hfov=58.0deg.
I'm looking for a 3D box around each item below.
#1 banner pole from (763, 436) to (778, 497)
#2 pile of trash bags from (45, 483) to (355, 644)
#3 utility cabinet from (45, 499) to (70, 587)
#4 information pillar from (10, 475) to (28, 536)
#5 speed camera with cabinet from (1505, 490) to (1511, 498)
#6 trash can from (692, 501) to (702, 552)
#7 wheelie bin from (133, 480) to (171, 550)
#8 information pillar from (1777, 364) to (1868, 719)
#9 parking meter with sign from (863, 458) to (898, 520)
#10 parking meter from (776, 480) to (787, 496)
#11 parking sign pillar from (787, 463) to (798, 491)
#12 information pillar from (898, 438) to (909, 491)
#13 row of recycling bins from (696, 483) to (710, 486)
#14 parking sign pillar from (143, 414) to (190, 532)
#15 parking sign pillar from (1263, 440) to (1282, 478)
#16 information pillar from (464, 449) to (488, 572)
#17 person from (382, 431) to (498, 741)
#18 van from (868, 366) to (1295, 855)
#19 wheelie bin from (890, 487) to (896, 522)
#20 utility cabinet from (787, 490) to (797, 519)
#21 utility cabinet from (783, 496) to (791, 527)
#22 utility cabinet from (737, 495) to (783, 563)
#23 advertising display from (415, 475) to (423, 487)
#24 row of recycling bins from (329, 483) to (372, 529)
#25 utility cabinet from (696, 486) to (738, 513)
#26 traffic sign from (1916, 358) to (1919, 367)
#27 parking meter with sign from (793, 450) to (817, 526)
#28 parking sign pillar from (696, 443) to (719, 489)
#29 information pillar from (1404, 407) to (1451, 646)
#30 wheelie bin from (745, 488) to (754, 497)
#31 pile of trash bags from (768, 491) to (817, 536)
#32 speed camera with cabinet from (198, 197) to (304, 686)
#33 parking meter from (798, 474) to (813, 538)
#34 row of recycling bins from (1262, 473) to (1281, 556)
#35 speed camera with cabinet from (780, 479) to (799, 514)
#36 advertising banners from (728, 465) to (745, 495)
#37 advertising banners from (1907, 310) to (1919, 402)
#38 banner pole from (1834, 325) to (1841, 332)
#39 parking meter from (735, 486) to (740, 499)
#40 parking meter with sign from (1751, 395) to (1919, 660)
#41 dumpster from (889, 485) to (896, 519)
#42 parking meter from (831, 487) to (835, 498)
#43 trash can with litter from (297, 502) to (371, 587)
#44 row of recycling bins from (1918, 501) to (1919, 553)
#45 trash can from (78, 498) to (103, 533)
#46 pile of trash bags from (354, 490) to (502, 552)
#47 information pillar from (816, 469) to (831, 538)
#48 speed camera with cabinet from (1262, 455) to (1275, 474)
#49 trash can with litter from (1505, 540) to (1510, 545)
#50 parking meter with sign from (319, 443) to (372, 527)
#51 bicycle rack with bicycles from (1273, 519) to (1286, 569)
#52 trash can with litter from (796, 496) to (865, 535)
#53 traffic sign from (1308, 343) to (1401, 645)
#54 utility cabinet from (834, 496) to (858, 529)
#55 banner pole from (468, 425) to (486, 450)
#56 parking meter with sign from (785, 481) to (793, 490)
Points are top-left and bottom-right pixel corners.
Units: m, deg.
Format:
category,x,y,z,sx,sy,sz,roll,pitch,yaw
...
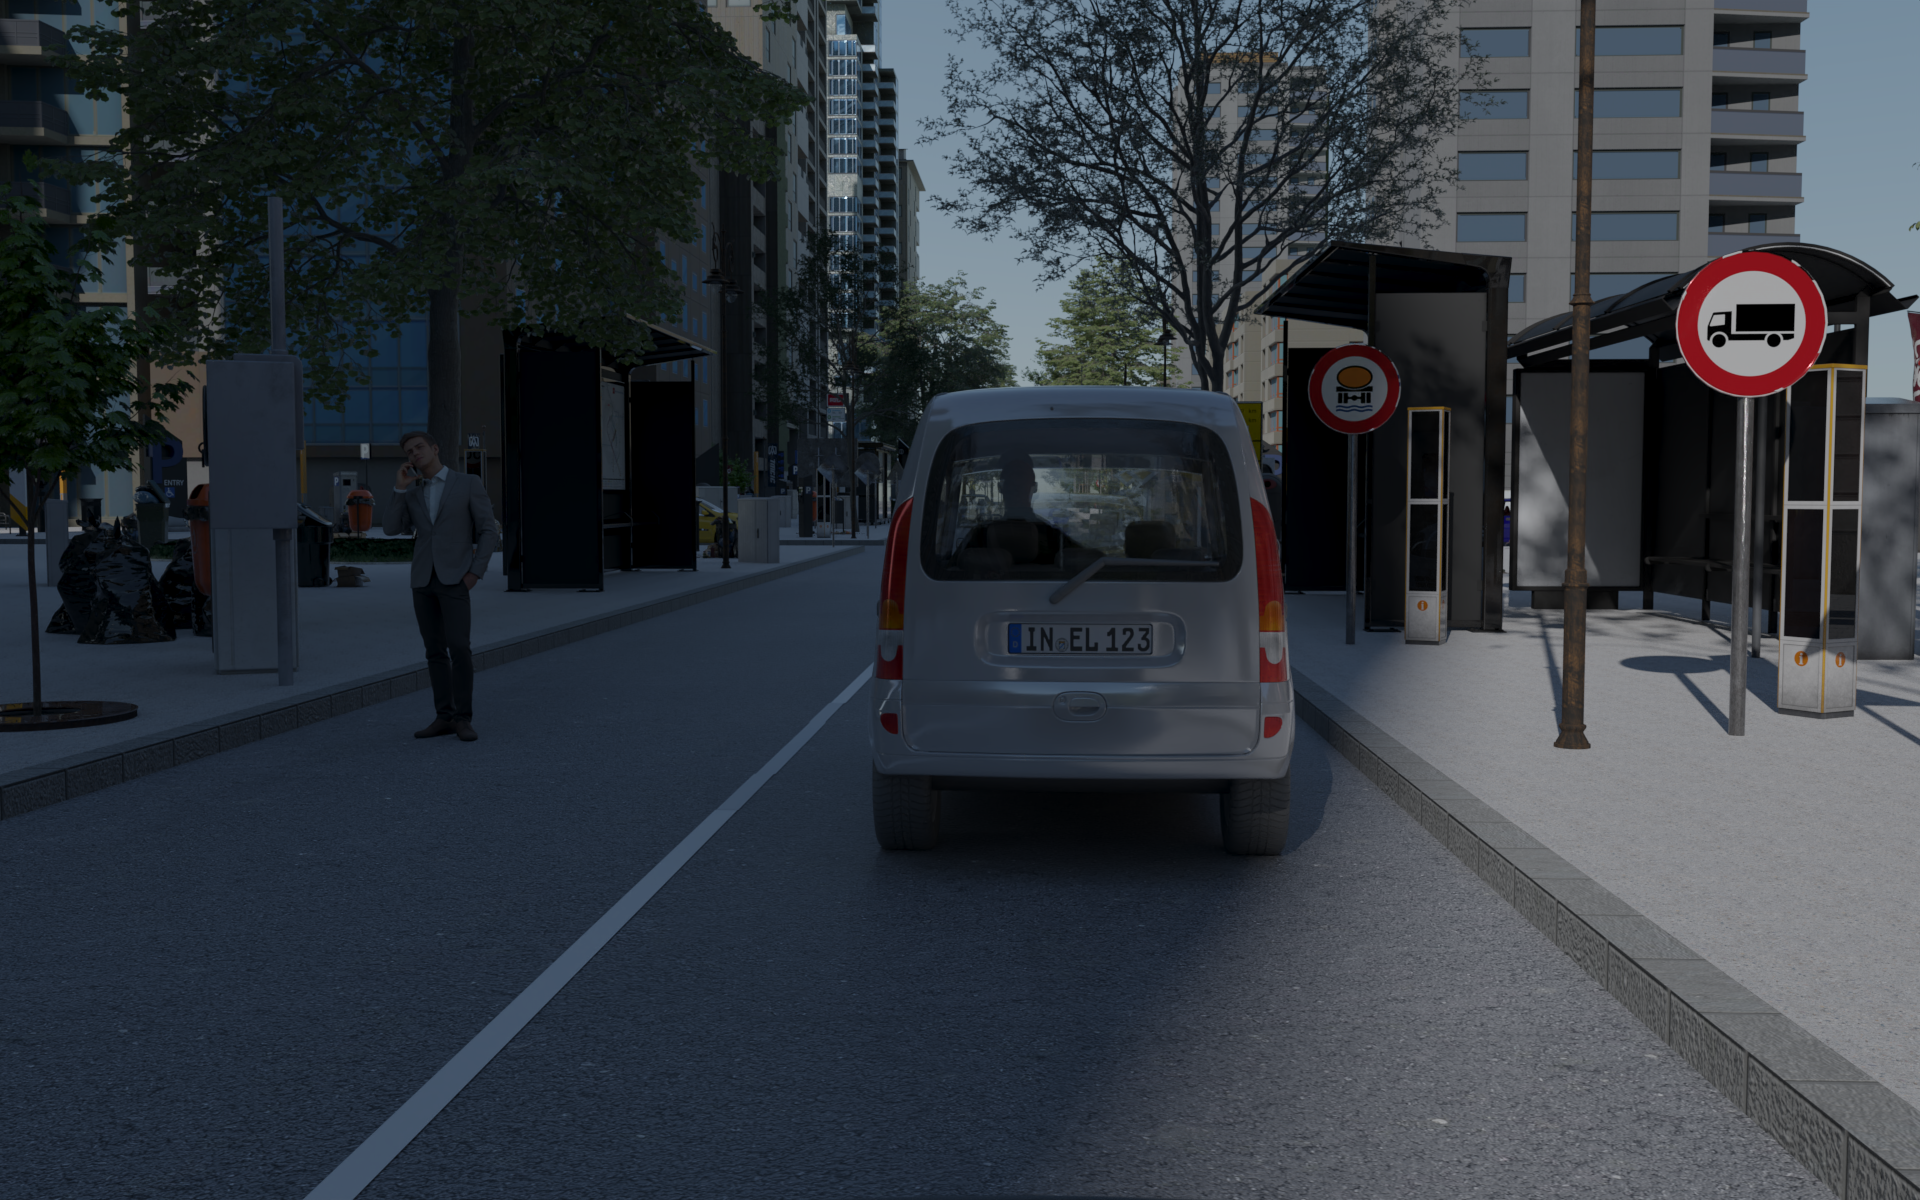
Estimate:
category,x,y,z,sx,sy,sz,roll,pitch,yaw
banner pole,-8.249,-5.194,74.945,0.863,3.779,0.401,1,4,17
pile of trash bags,-6.892,-0.346,15.403,1.912,1.369,3.447,-2,4,-35
utility cabinet,-12.743,-0.814,24.464,0.306,1.237,1.020,-2,4,-28
information pillar,-28.484,-3.733,52.382,0.504,3.616,0.183,0,4,1
speed camera with cabinet,23.765,-5.060,77.062,2.038,3.252,0.660,0,4,2
trash can,-5.860,-1.544,36.904,0.748,1.137,0.748,0,3,0
wheelie bin,-18.166,-1.897,38.932,0.693,1.594,0.980,-1,4,-15
information pillar,4.964,-0.336,9.984,0.304,2.012,0.304,-2,4,-28
parking meter with sign,-3.862,-5.374,84.118,1.738,3.016,0.543,1,4,9
parking meter,-7.156,-3.905,69.557,0.399,1.863,0.255,-2,4,-32
parking sign pillar,-11.102,-7.920,117.970,1.447,3.967,1.447,-1,4,-21
information pillar,-2.368,-4.972,72.641,0.504,3.616,0.183,1,4,21
row of recycling bins,-10.810,-3.468,63.812,3.534,1.692,1.069,0,4,5
parking sign pillar,-27.007,-4.308,58.909,1.447,3.967,1.447,3,4,37
parking sign pillar,15.519,-5.919,85.251,1.447,3.967,1.447,0,4,-1
information pillar,-7.979,-1.472,28.567,0.304,2.012,0.304,0,4,-5
person,-3.048,-0.092,10.183,0.592,1.802,0.473,2,4,25
van,0.579,-0.078,8.286,2.013,2.044,4.112,0,4,4
wheelie bin,-2.895,-4.381,79.533,0.980,1.594,0.693,0,4,1
utility cabinet,-8.904,-4.929,89.275,1.173,1.500,0.318,3,5,44
utility cabinet,-6.927,-3.413,66.966,0.306,1.237,1.020,-3,4,-38
utility cabinet,-3.776,-1.300,32.421,0.306,1.237,1.020,-3,5,-40
advertising display,-17.801,-3.200,57.538,0.123,1.923,0.974,1,4,8
row of recycling bins,-22.196,-3.419,63.008,1.069,1.692,3.534,0,4,-6
utility cabinet,-7.058,-2.545,50.288,1.173,1.500,0.318,-2,4,-27
traffic sign,4.429,-0.441,7.209,0.884,2.594,0.081,1,4,9
parking meter with sign,-5.969,-4.482,69.538,0.543,3.016,1.738,1,4,22
parking sign pillar,-13.266,-6.245,90.581,1.447,3.967,1.447,-2,4,-28
information pillar,3.990,-0.630,14.785,0.304,2.012,0.304,2,4,27
wheelie bin,-11.547,-5.372,95.737,0.693,1.594,0.980,-1,4,-16
pile of trash bags,-5.952,-2.643,52.972,3.447,1.369,1.912,1,4,9
speed camera with cabinet,-5.005,-1.094,12.222,0.660,3.252,2.038,-1,4,-22
parking meter,-4.576,-2.786,51.260,0.399,1.863,0.255,-3,5,-43
row of recycling bins,5.551,-1.648,34.063,3.534,1.692,1.069,0,4,-1
speed camera with cabinet,-10.769,-7.089,110.245,2.038,3.252,0.660,3,5,43
advertising banners,-13.094,-6.571,103.616,2.074,3.025,0.090,1,4,8
advertising banners,9.857,-1.284,17.187,2.074,3.025,0.090,-3,4,-36
banner pole,10.324,-1.892,20.954,0.863,3.779,0.401,3,5,43
parking meter,-7.371,-2.948,56.618,0.372,1.533,0.369,0,3,0
parking meter with sign,7.064,-1.053,13.470,1.738,3.016,0.543,0,4,1
dumpster,-3.173,-5.199,90.766,1.264,1.857,1.865,0,4,3
parking meter,-5.585,-4.262,75.397,0.255,1.863,0.399,-2,4,-24
trash can with litter,-8.732,-0.772,24.004,1.055,1.170,0.624,0,4,-2
row of recycling bins,22.409,-1.906,38.274,3.534,1.692,1.069,0,4,-6
trash can,-28.933,-2.816,57.691,0.748,1.137,0.748,0,3,0
pile of trash bags,-11.921,-1.767,38.636,3.447,1.369,1.912,0,4,-8
information pillar,-3.985,-2.821,50.620,0.304,2.012,0.304,2,4,33
speed camera with cabinet,6.428,-2.838,40.739,2.038,3.252,0.660,-2,4,-28
trash can with litter,13.338,-1.786,40.596,1.055,1.170,0.624,1,4,16
parking meter with sign,-20.939,-3.835,58.957,0.543,3.016,1.738,3,5,40
bicycle rack with bicycles,5.069,-0.664,24.242,2.925,0.926,2.852,-2,4,-23
trash can with litter,-4.205,-2.717,55.476,2.233,1.210,1.678,2,4,30
traffic sign,3.337,-0.894,14.726,0.768,2.556,0.104,1,4,8
utility cabinet,-4.202,-3.217,63.757,1.020,1.237,0.306,3,5,42
banner pole,-17.465,-4.454,62.847,0.863,3.779,0.401,-3,5,-39
parking meter with sign,-10.617,-6.685,105.555,1.738,3.016,0.543,-3,5,-45
